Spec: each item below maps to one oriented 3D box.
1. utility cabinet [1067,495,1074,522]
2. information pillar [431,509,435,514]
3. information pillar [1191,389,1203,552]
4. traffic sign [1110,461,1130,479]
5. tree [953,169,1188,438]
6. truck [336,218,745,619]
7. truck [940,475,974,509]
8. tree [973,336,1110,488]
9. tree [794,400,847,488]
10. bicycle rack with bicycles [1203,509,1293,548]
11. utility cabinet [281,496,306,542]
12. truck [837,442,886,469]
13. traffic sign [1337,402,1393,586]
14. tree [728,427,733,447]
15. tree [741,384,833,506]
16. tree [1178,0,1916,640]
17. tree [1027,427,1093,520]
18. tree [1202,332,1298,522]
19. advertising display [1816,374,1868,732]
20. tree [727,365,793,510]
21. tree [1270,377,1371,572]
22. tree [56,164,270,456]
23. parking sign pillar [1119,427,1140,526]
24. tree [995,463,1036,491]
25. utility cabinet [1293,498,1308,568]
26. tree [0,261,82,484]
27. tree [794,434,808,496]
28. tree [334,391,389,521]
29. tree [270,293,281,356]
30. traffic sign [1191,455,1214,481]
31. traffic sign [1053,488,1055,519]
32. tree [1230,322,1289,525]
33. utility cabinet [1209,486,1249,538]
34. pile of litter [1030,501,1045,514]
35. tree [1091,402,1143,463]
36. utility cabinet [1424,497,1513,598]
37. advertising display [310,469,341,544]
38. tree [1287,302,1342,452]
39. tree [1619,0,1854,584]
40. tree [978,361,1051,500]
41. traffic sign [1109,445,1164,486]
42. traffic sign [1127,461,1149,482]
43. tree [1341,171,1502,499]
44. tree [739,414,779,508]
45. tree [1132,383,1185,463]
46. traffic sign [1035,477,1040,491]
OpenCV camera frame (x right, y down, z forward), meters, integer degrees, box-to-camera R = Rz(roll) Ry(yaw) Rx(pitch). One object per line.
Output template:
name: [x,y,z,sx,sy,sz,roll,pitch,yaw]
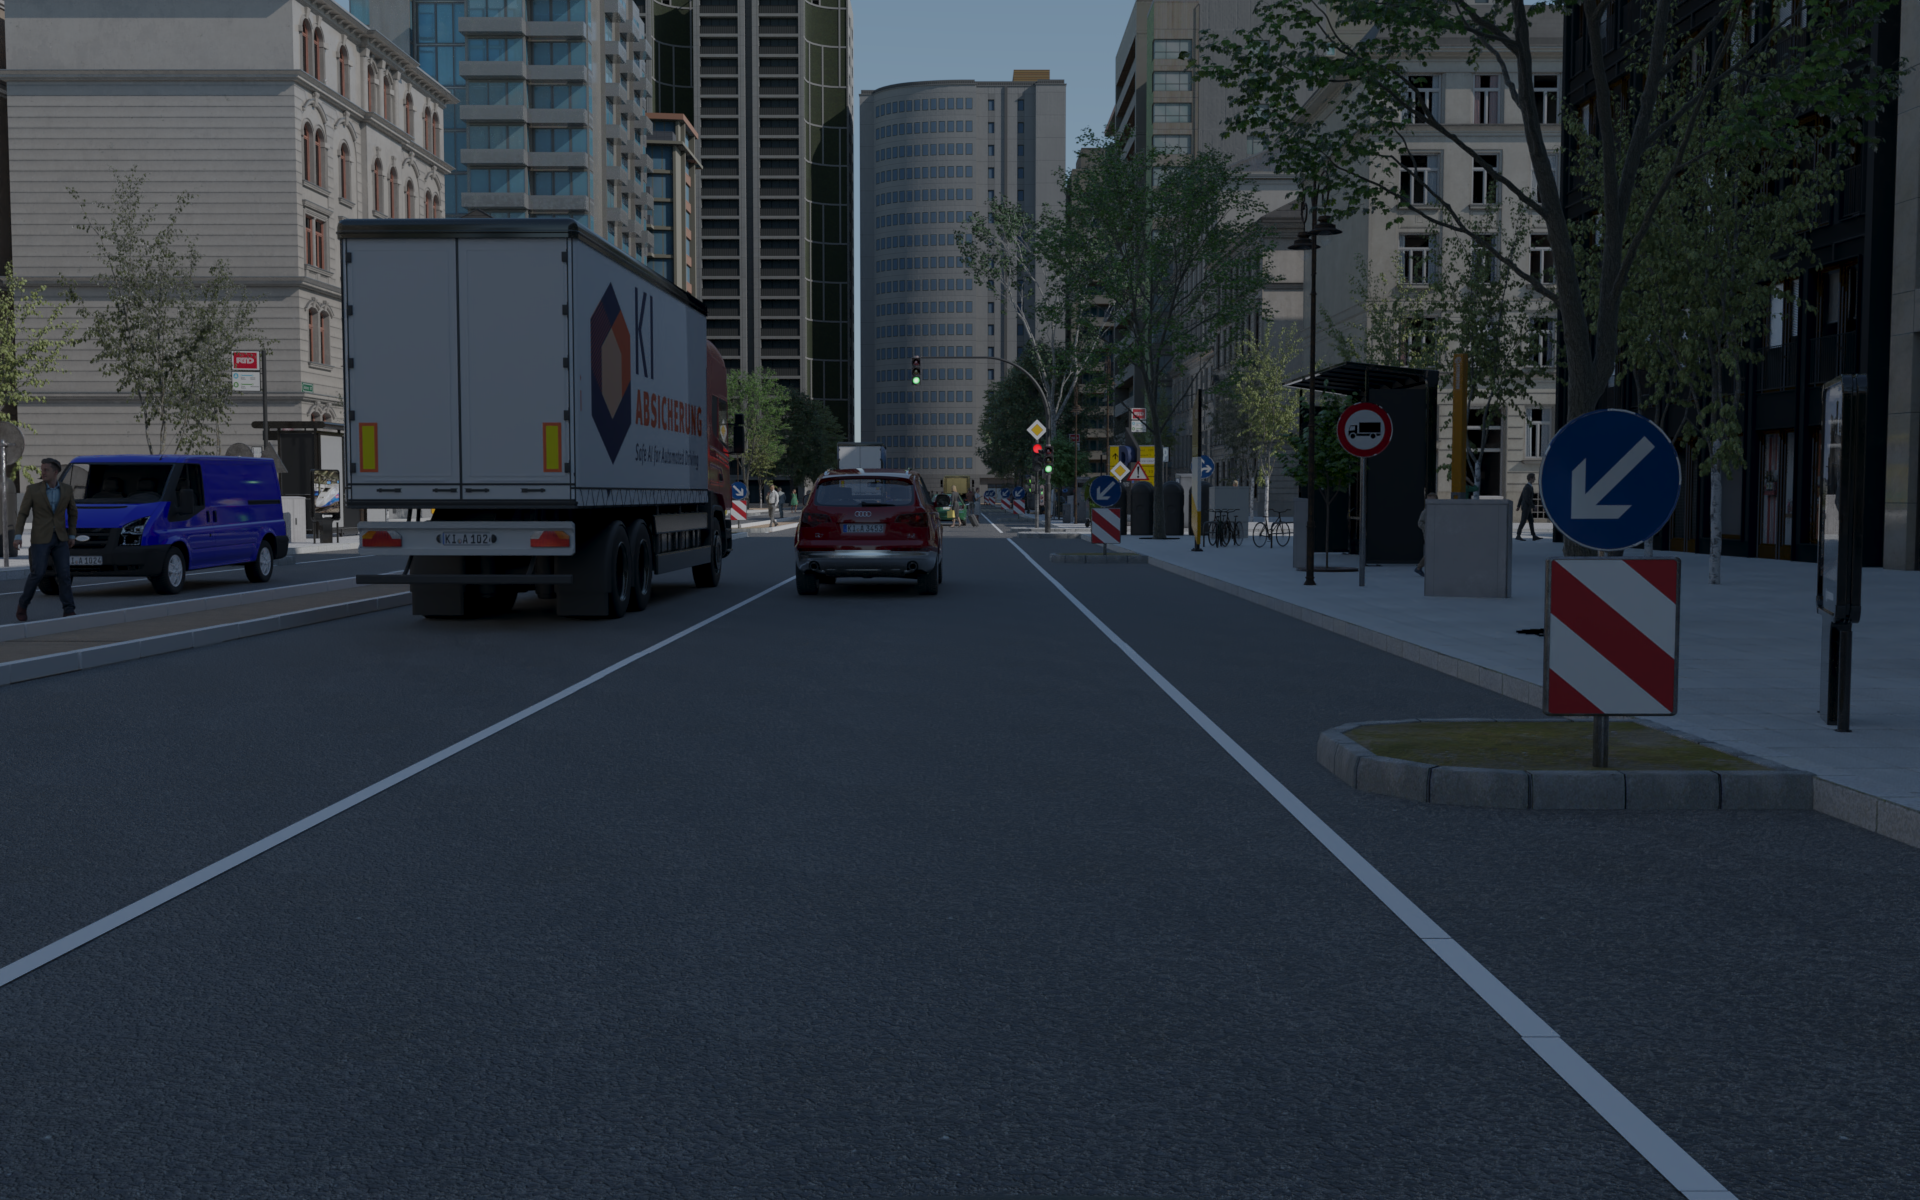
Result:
utility cabinet: [5.090,-4.204,79.890,0.306,1.237,1.020,0,4,4]
information pillar: [-19.975,-4.571,66.085,0.183,3.616,0.504,3,5,41]
information pillar: [5.298,-2.899,38.753,0.183,3.616,0.504,0,4,-8]
traffic sign: [6.348,-4.204,68.475,0.795,2.593,0.064,1,4,8]
tree: [6.681,-14.804,97.927,12.611,20.169,13.585,0,3,0]
truck: [-4.973,-2.099,23.236,2.839,4.237,11.283,0,4,1]
truck: [-0.301,-10.816,172.770,3.469,3.379,9.791,0,4,0]
tree: [5.967,-12.695,124.568,9.611,12.733,9.660,0,3,0]
tree: [-17.024,-17.735,208.099,7.486,12.596,7.792,0,3,0]
bicycle rack with bicycles: [6.929,-1.758,42.119,2.852,0.926,2.925,2,4,35]
utility cabinet: [-17.930,-2.138,46.121,0.306,1.237,1.020,2,4,31]
truck: [-5.502,-6.739,99.102,2.839,4.237,11.283,0,4,-1]
traffic sign: [5.592,-1.463,24.021,0.768,2.556,0.104,0,4,3]
tree: [-17.911,-10.705,109.445,7.601,10.594,8.767,3,5,42]
tree: [-17.528,-16.071,179.771,9.611,12.733,9.660,0,3,0]
tree: [5.670,-5.485,15.434,9.928,11.665,9.643,0,3,0]
tree: [4.835,-6.249,85.883,4.285,4.588,4.351,0,3,0]
tree: [13.454,-7.898,79.494,4.360,8.622,3.978,0,3,0]
advertising display: [4.923,-0.274,9.701,0.123,1.923,0.974,1,4,20]
tree: [-17.318,-13.103,139.982,9.928,11.665,9.643,0,3,0]
tree: [6.130,-2.101,28.948,1.663,3.219,1.824,0,3,0]
tree: [-18.024,-5.414,38.884,4.360,8.622,3.978,0,3,0]
parking sign pillar: [6.796,-4.953,69.455,1.447,3.967,1.447,-1,4,-16]
tree: [5.739,-14.647,189.842,4.360,8.622,3.978,0,3,0]
utility cabinet: [6.049,-1.188,30.593,0.306,1.237,1.020,1,4,12]
tree: [-24.453,-5.662,42.944,4.737,8.622,4.395,0,3,0]
tree: [-18.048,-15.269,200.014,4.360,8.622,3.978,0,3,0]
tree: [-24.357,-7.520,73.319,4.360,8.622,3.978,0,3,0]
tree: [-23.213,-6.296,53.297,4.360,8.622,3.978,0,3,0]
traffic sign: [7.906,-3.449,56.502,0.768,2.556,0.104,1,4,9]
traffic sign: [4.820,-5.411,88.581,0.768,2.556,0.104,0,4,4]
tree: [13.077,-7.471,72.516,4.737,8.622,4.395,0,3,0]
utility cabinet: [7.687,-2.501,49.569,1.173,1.500,0.318,-2,4,-27]
pile of litter: [4.998,-5.864,109.838,1.176,0.858,1.719,0,4,-2]
tree: [12.306,-11.270,134.620,4.360,8.622,3.978,0,3,0]
utility cabinet: [6.354,-0.641,21.644,1.020,1.237,0.306,2,4,28]
advertising display: [-16.488,-2.434,45.012,0.123,1.923,0.974,1,4,22]
tree: [12.685,-6.187,51.513,4.737,8.622,4.395,0,3,0]
tree: [10.508,-4.528,24.401,4.737,8.622,4.395,0,3,0]
tree: [4.918,-13.955,146.295,7.486,12.596,7.792,0,3,0]
traffic sign: [7.337,-4.791,72.199,2.265,3.308,0.079,1,4,9]
traffic sign: [6.947,-4.131,67.552,0.884,2.594,0.081,0,4,7]
tree: [12.332,-5.523,40.669,4.737,8.622,4.395,0,3,0]
tree: [-17.808,-12.473,154.296,4.737,8.622,4.395,0,3,0]
tree: [12.937,-10.069,114.995,4.737,8.622,4.395,0,3,0]
traffic sign: [6.022,-7.992,130.674,0.884,2.594,0.081,1,4,10]
